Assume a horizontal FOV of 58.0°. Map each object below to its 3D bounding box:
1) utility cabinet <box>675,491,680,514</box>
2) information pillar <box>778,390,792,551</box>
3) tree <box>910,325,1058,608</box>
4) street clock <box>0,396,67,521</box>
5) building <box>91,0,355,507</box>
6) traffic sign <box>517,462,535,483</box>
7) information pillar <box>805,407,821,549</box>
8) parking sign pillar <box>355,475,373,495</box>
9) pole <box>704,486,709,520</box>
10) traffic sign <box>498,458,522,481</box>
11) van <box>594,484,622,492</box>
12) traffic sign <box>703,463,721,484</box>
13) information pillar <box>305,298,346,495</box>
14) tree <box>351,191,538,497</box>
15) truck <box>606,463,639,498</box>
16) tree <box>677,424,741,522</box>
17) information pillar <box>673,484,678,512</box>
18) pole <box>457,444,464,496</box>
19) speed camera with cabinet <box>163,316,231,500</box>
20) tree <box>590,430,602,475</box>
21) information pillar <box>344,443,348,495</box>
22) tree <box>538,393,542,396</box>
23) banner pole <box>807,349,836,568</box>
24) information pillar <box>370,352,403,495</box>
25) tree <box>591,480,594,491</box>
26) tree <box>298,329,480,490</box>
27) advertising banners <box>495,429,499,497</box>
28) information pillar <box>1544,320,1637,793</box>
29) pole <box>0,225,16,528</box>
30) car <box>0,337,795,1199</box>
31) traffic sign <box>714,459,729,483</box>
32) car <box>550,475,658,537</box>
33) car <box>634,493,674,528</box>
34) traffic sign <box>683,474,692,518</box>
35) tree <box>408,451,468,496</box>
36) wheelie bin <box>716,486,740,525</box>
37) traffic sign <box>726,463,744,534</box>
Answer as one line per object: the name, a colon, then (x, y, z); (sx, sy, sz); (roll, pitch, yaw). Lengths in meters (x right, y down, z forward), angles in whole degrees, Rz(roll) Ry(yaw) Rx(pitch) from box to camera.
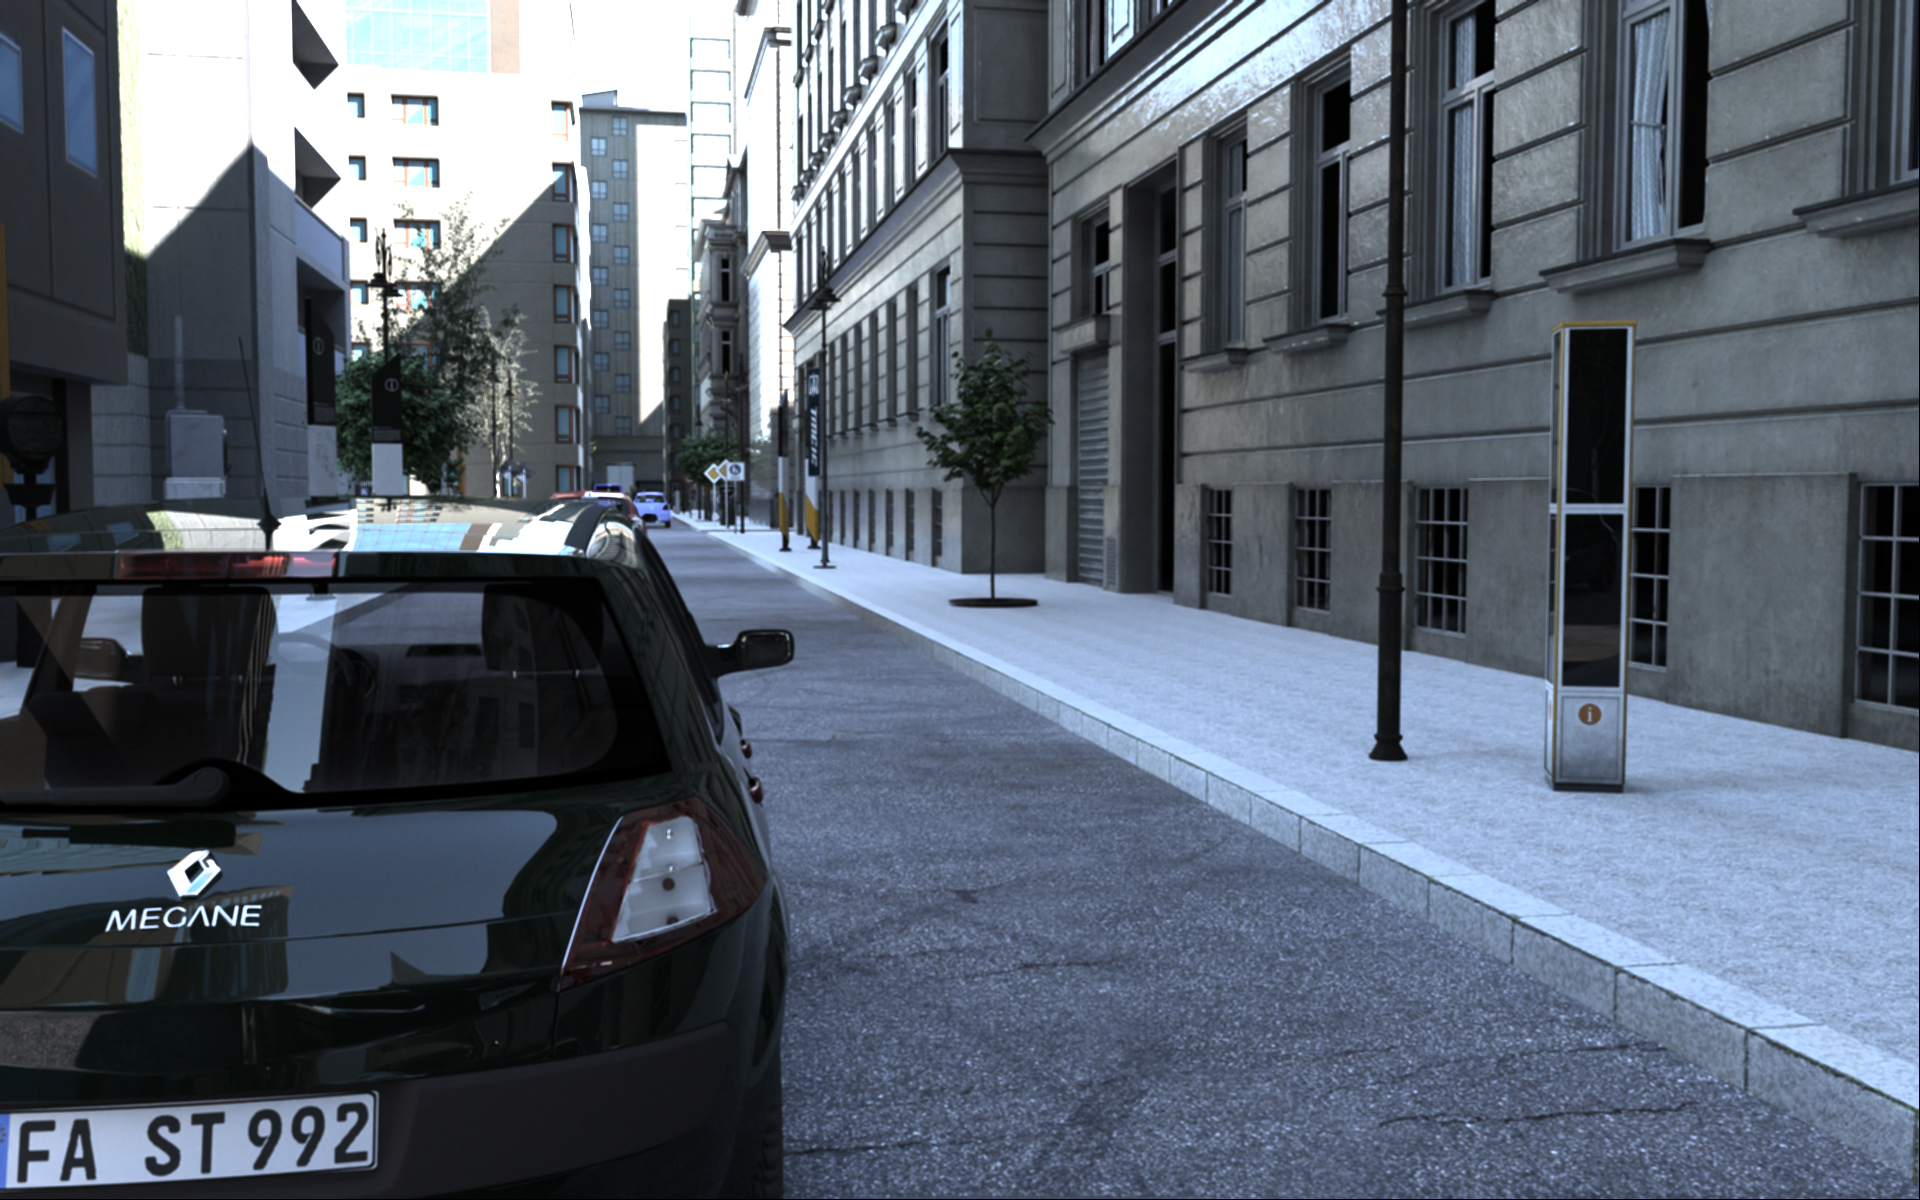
utility cabinet: (-18.005, -6.212, 110.252); (0.318, 1.500, 1.173); (-1, 4, -11)
information pillar: (-3.940, -2.897, 38.728); (0.183, 3.616, 0.504); (1, 4, 12)
tree: (0.245, -1.551, 19.968); (1.663, 3.219, 1.824); (0, 3, 0)
street clock: (-6.882, -0.506, 12.841); (0.358, 2.002, 0.471); (2, 4, 30)
building: (-29.680, -30.415, 39.277); (28.212, 58.520, 21.231); (-1, 4, -11)
traffic sign: (-15.900, -3.731, 63.187); (0.795, 2.593, 0.064); (-1, 4, -11)
information pillar: (-3.458, -3.004, 40.475); (0.183, 3.616, 0.504); (-2, 4, -34)
parking sign pillar: (-22.441, -4.717, 65.590); (1.447, 3.967, 1.447); (1, 4, 21)
pole: (-12.621, -5.645, 86.142); (0.158, 3.312, 0.155); (0, 3, 0)
traffic sign: (-14.391, -3.251, 55.345); (0.795, 2.593, 0.064); (-1, 4, -11)
van: (-22.264, -6.444, 109.740); (2.240, 2.365, 5.245); (-1, 4, -10)
traffic sign: (-9.126, -3.809, 64.465); (0.795, 2.593, 0.064); (-1, 4, -11)
information pillar: (-7.725, -1.811, 20.965); (0.183, 3.616, 0.504); (1, 4, 13)
tree: (-12.765, -5.632, 42.448); (4.360, 8.622, 3.978); (0, 3, 0)
truck: (-31.427, -10.536, 161.179); (2.839, 4.237, 11.283); (-1, 4, -9)
tree: (-11.717, -5.973, 81.375); (4.285, 4.588, 4.351); (0, 3, 0)
information pillar: (-19.869, -7.124, 120.974); (0.304, 2.012, 0.304); (0, 4, 8)
pole: (-15.583, -3.682, 54.041); (0.158, 3.312, 0.155); (0, 3, 0)
speed camera with cabinet: (-8.262, -1.494, 18.757); (0.660, 3.252, 2.038); (-1, 4, -22)
tree: (-38.852, -13.819, 176.301); (4.737, 8.622, 4.395); (0, 3, 0)
information pillar: (-14.263, -2.947, 39.544); (0.504, 3.616, 0.183); (-2, 4, -35)
tree: (-18.023, -7.124, 66.832); (4.360, 8.622, 3.978); (0, 3, 0)
banner pole: (-2.468, -2.455, 30.149); (0.401, 3.779, 0.863); (-2, 4, -31)
information pillar: (-9.386, -2.268, 28.436); (0.504, 3.616, 0.183); (-2, 4, -24)
tree: (-44.075, -12.954, 206.405); (1.663, 3.219, 1.824); (0, 3, 0)
tree: (-11.394, -3.098, 34.374); (4.285, 4.588, 4.351); (0, 3, 0)
advertising banners: (-12.816, -3.163, 47.906); (0.090, 3.025, 2.074); (-1, 4, -16)
information pillar: (2.730, -0.186, 7.526); (0.304, 2.012, 0.304); (1, 4, 12)
pole: (-7.331, -1.183, 13.188); (0.158, 3.312, 0.155); (0, 3, 0)
car: (-1.384, 0.334, 4.330); (2.009, 1.686, 4.222); (-1, 4, -9)
traffic sign: (-7.617, -3.329, 56.623); (0.795, 2.593, 0.064); (-1, 4, -11)
car: (-6.049, -1.187, 28.452); (2.155, 1.783, 4.494); (-1, 4, -11)
car: (-13.341, -3.983, 74.718); (1.945, 1.707, 3.694); (-1, 4, -9)
traffic sign: (-14.308, -5.618, 91.959); (0.768, 2.556, 0.104); (0, 4, -4)
tree: (-14.321, -3.246, 47.673); (1.663, 3.219, 1.824); (0, 3, 0)
wheelie bin: (-9.491, -3.860, 71.013); (0.980, 1.594, 0.693); (0, 4, -7)
traffic sign: (-7.177, -3.254, 55.328); (0.606, 2.300, 0.079); (-1, 4, -10)
